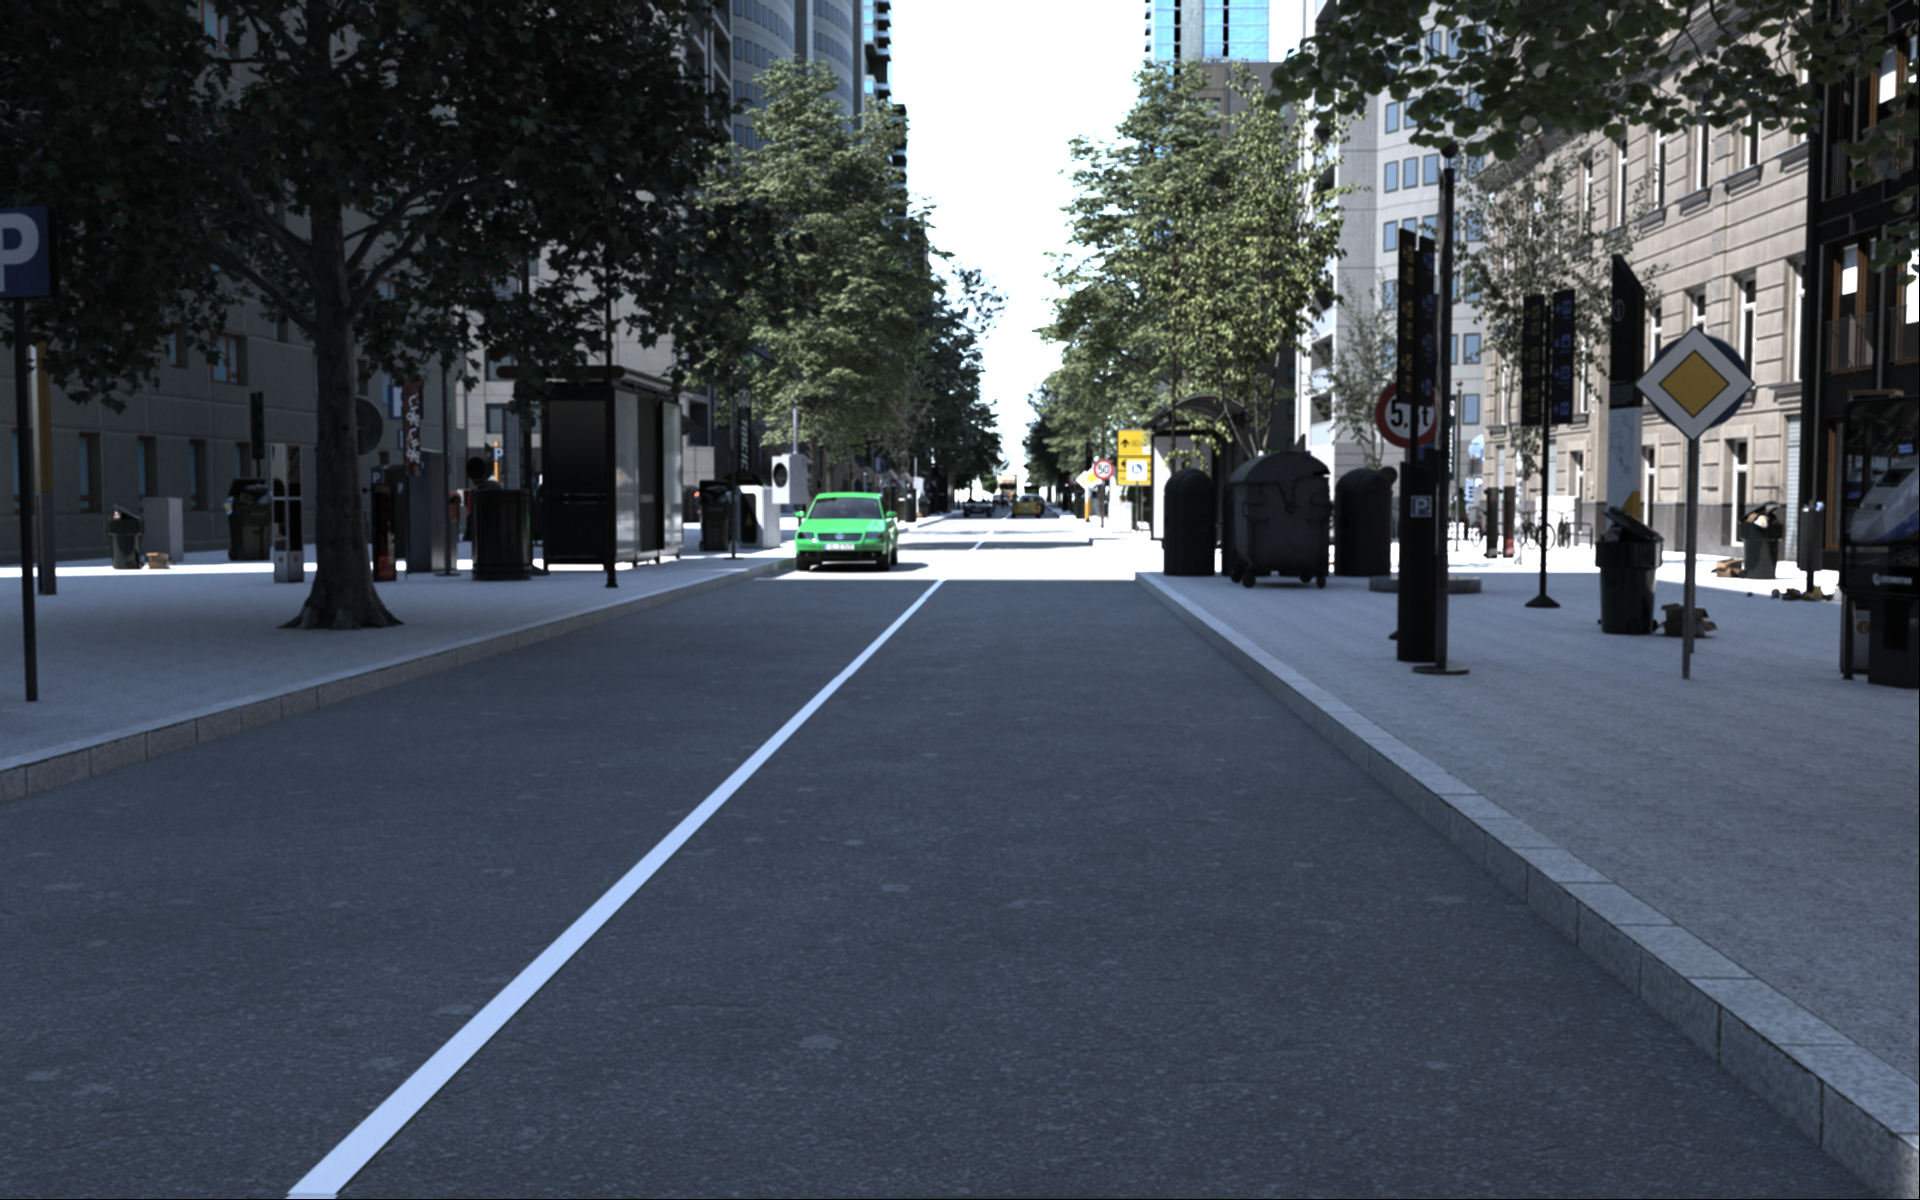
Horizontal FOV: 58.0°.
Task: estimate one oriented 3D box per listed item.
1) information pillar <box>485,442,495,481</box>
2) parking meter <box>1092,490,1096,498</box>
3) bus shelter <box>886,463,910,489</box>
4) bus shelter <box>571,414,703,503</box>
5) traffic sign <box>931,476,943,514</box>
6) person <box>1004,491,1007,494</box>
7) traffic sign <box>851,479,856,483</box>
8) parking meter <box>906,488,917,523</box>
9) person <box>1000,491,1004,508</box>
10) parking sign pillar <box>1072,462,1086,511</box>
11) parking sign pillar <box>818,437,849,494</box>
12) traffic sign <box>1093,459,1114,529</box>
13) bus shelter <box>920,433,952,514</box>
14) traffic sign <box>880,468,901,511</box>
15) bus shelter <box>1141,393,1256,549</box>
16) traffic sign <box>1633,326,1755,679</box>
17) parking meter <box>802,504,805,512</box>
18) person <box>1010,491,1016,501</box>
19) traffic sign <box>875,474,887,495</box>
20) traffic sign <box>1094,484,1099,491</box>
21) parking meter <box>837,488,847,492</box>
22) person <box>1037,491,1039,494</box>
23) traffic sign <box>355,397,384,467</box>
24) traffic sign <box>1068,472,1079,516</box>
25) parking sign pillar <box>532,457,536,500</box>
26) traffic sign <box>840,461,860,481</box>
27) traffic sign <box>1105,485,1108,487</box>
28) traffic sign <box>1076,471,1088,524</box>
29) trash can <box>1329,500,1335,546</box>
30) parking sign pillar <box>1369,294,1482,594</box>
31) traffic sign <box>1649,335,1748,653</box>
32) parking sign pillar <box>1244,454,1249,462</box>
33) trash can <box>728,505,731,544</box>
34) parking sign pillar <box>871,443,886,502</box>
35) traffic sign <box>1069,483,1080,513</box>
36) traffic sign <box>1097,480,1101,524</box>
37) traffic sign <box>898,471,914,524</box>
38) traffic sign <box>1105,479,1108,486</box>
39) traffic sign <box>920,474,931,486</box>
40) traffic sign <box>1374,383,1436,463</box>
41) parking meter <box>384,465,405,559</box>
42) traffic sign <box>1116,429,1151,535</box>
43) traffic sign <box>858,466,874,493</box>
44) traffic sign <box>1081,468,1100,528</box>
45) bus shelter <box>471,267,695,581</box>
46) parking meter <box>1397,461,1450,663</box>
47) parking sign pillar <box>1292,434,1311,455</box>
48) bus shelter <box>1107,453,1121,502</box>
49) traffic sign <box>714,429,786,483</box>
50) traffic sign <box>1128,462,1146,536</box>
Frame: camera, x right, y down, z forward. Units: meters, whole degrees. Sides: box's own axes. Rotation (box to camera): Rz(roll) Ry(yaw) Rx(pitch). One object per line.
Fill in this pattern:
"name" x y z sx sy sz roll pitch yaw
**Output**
"information pillar" -21.136 -5.296 77.943 0.504 3.616 0.183 -3 5 -42
"parking meter" 9.341 -6.826 120.009 0.372 1.533 0.369 0 3 0
"bus shelter" -3.991 -7.113 110.224 2.014 3.302 5.546 0 4 2
"bus shelter" -7.224 -2.723 38.445 2.014 3.302 5.546 0 4 2
"traffic sign" -1.504 -6.781 112.049 0.795 2.450 0.064 1 4 12
"person" 5.647 -12.597 214.327 0.709 1.838 0.599 1 4 22
"traffic sign" -5.115 -4.884 79.965 0.768 2.556 0.104 1 4 8
"parking meter" -2.147 -4.272 78.252 0.372 1.533 0.369 0 3 0
"person" 4.253 -10.232 176.515 0.721 1.735 1.217 -1 4 -12
"parking sign pillar" 8.608 -8.129 121.385 1.447 3.967 1.447 -3 5 -40
"parking sign pillar" -5.536 -5.430 77.251 1.447 3.967 1.447 3 5 42
"traffic sign" 5.193 -3.827 62.684 0.768 2.556 0.104 1 4 9
"bus shelter" -1.583 -8.501 116.617 2.179 5.291 8.768 0 4 2
"traffic sign" -2.670 -3.836 66.360 0.795 2.450 0.064 0 4 2
"bus shelter" 5.108 -2.675 37.662 2.014 3.302 5.546 0 4 2
"traffic sign" 5.049 -0.660 11.984 0.795 2.450 0.064 1 4 8
"parking meter" -9.057 -5.694 101.501 0.372 1.533 0.369 0 3 0
"person" 6.347 -11.757 201.443 1.217 1.735 0.721 -1 4 -13
"traffic sign" -4.076 -5.339 89.425 0.606 2.300 0.079 0 4 5
"traffic sign" 9.585 -7.500 122.726 0.768 2.556 0.104 0 4 8
"parking meter" -4.570 -3.590 67.110 0.372 1.533 0.369 0 3 0
"person" 9.184 -11.894 202.976 0.705 1.824 1.348 -1 4 -16
"traffic sign" -7.961 -1.390 22.834 0.768 2.556 0.104 1 4 10
"traffic sign" 6.777 -6.238 102.101 0.768 2.556 0.104 1 4 9
"parking sign pillar" -22.423 -6.136 88.789 1.447 3.967 1.447 1 4 23
"traffic sign" -4.234 -4.075 66.730 0.768 2.556 0.104 0 4 6
"traffic sign" 10.740 -7.512 122.819 0.884 2.594 0.081 0 4 7
"traffic sign" 5.341 -4.304 74.007 0.795 2.450 0.064 0 4 2
"trash can" 9.135 -1.935 43.293 0.748 1.137 0.748 0 3 0
"parking sign pillar" 6.149 -2.099 22.795 1.447 3.967 1.447 1 4 12
"traffic sign" 5.886 -0.844 13.912 0.768 2.556 0.104 1 4 10
"parking sign pillar" 19.211 -7.666 113.804 1.447 3.967 1.447 1 4 12
"trash can" -5.933 -1.883 42.436 0.748 1.137 0.748 0 3 0
"parking sign pillar" -4.344 -6.359 92.443 1.447 3.967 1.447 1 4 15
"traffic sign" 7.599 -7.060 115.431 0.884 2.594 0.081 1 4 10
"traffic sign" 5.799 -4.336 73.030 0.606 2.300 0.079 0 4 6
"traffic sign" -2.346 -4.324 74.339 0.795 2.450 0.064 0 4 2
"traffic sign" 10.028 -7.060 115.532 0.768 2.556 0.104 1 4 9
"traffic sign" -2.241 -6.692 109.522 0.768 2.556 0.104 0 4 7
"traffic sign" 4.995 -1.176 19.328 0.768 2.556 0.104 0 4 4
"parking meter" -11.226 -1.755 34.401 0.255 1.863 0.399 1 4 12
"traffic sign" 6.001 -3.675 53.957 2.265 3.308 0.079 0 4 3
"traffic sign" -4.321 -4.835 79.152 0.768 2.556 0.104 1 4 11
"traffic sign" 5.017 -3.816 66.029 0.795 2.450 0.064 0 4 2
"bus shelter" -6.455 -3.183 29.673 2.179 5.291 8.768 0 4 2
"parking meter" 3.561 -0.299 13.307 0.372 1.533 0.369 0 3 0
"parking sign pillar" 15.276 -5.470 77.901 1.447 3.967 1.447 -1 4 -16
"bus shelter" 7.762 -5.272 80.113 2.014 3.302 5.546 0 4 2
"traffic sign" -6.537 -3.674 53.935 2.265 3.308 0.079 0 4 4
"traffic sign" 5.465 -3.141 53.490 0.606 2.300 0.079 1 4 12
